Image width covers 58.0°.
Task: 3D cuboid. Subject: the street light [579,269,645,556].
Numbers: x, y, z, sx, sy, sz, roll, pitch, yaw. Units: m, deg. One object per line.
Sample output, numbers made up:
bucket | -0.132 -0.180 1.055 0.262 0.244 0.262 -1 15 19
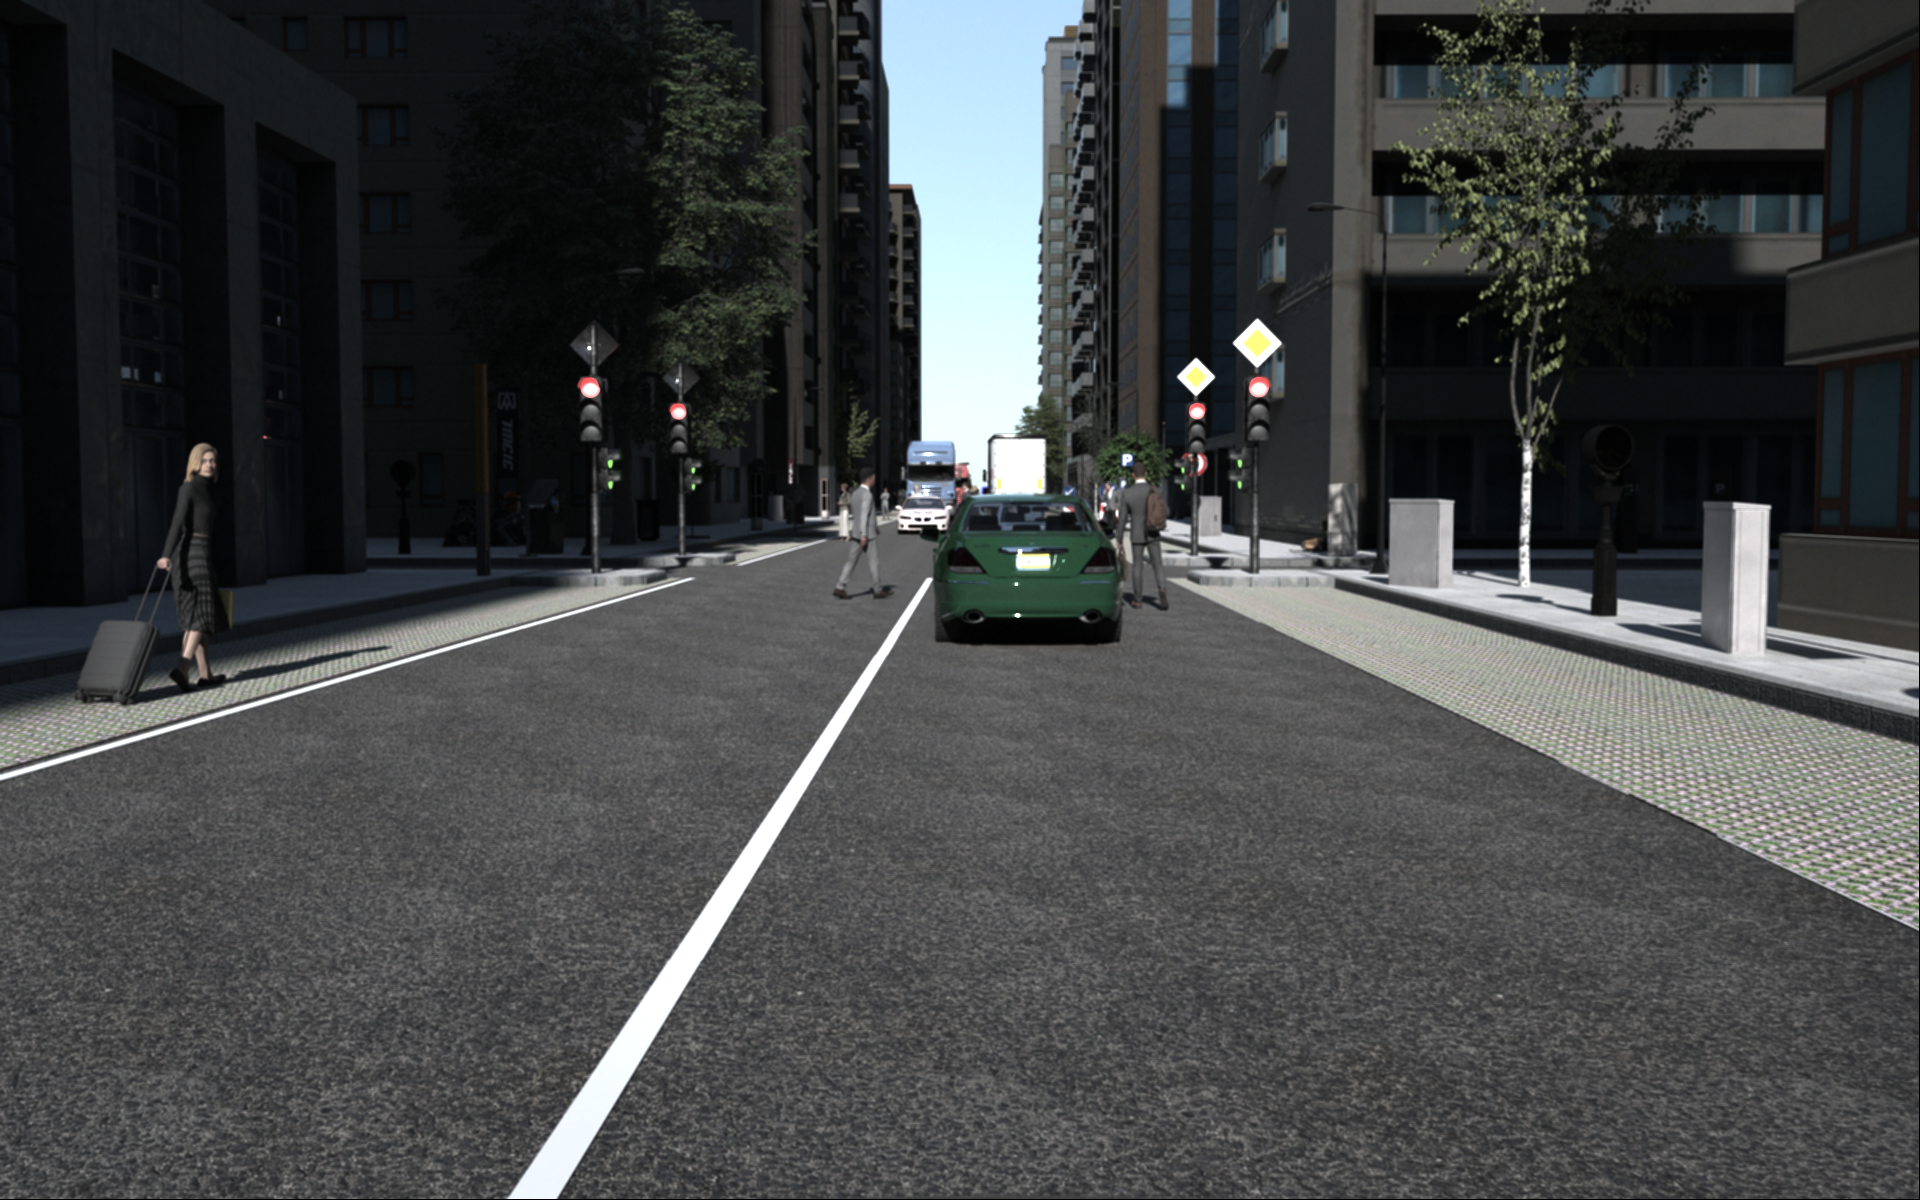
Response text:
street light | -7.196 -3.873 35.858 1.470 5.913 1.316 0 4 1

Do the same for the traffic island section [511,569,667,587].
traffic island section | -5.918 -0.356 28.098 2.009 0.180 2.903 0 4 1

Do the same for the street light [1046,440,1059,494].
street light | 7.862 -10.745 148.221 1.470 5.913 1.316 0 4 1

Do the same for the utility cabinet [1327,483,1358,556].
utility cabinet | 7.928 -1.666 35.913 0.318 1.500 1.173 2 4 28

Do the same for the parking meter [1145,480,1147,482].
parking meter | 7.793 -4.185 74.130 0.399 1.863 0.255 2 4 35

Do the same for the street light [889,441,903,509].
street light | -5.662 -10.990 152.226 1.470 5.913 1.316 0 4 1

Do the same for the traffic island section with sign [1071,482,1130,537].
traffic island section with sign | 4.872 -3.054 58.554 1.989 1.847 2.006 0 4 1

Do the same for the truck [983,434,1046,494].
truck | 2.690 -5.966 86.462 2.839 4.237 11.283 0 4 -1

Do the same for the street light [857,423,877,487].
street light | -6.145 -8.614 113.372 1.470 5.913 1.316 0 4 1

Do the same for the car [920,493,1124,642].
car | 0.637 -0.391 18.197 2.131 1.459 4.920 0 4 -1

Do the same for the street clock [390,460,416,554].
street clock | -11.893 -1.985 37.032 0.471 2.002 0.358 1 4 8

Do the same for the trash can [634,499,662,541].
trash can | -8.532 -2.186 47.399 0.748 1.137 0.748 0 3 0

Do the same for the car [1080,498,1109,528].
car | 1.163 -0.779 24.741 2.014 1.417 4.499 0 4 0

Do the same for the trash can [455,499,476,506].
trash can | -13.122 -2.125 46.392 0.748 1.137 0.748 0 3 0

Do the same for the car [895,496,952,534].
car | -1.314 -3.121 63.395 2.083 1.381 4.827 0 3 0

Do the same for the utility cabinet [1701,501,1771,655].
utility cabinet | 6.411 -0.194 14.327 0.306 1.237 1.020 1 4 11

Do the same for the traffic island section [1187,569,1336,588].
traffic island section | 4.772 -0.346 27.945 2.009 0.180 2.903 0 4 1

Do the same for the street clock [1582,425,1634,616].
street clock | 6.789 -0.834 18.204 0.471 2.002 0.358 -1 4 -14

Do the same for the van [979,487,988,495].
van | 2.601 -8.367 141.176 2.240 2.365 5.245 0 4 0

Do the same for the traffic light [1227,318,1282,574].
traffic light | 4.732 -2.380 27.832 0.839 4.253 0.868 0 4 1

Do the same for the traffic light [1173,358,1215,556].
traffic light | 4.843 -2.868 35.816 0.839 4.253 0.868 0 4 1

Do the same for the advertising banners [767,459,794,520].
advertising banners | -8.867 -5.488 85.910 0.090 3.025 2.074 2 4 35

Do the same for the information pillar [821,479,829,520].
information pillar | -6.755 -5.044 86.965 0.304 2.012 0.304 1 4 20

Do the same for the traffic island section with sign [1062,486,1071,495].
traffic island section with sign | 5.244 -4.702 85.507 1.989 1.847 2.006 0 4 1

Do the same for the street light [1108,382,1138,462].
street light | 6.838 -6.088 72.082 1.470 5.913 1.316 0 4 1

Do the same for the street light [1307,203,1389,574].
street light | 6.240 -3.380 27.798 1.470 5.913 1.316 0 4 1

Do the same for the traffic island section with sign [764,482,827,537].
traffic island section with sign | -5.513 -3.032 58.206 1.989 1.847 2.006 0 4 1

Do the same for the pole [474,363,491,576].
pole | -7.495 -2.038 27.161 0.158 3.312 0.155 0 3 0

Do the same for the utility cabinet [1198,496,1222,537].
utility cabinet | 7.539 -2.532 52.564 0.306 1.237 1.020 3 5 44

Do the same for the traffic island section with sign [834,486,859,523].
traffic island section with sign | -5.129 -4.681 85.159 1.989 1.847 2.006 0 4 1

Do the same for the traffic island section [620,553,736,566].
traffic island section | -5.807 -0.844 36.083 2.009 0.180 2.903 0 4 1

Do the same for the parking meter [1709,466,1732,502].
parking meter | 16.081 -1.893 36.658 0.399 1.863 0.255 2 4 32

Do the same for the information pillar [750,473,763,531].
information pillar | -7.154 -3.451 60.916 0.304 2.012 0.304 -3 5 -41

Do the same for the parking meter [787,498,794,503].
parking meter | -8.030 -4.501 82.005 0.372 1.533 0.369 0 3 0

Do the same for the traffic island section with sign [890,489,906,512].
traffic island section with sign | -4.434 -7.767 135.622 1.989 1.847 2.006 0 4 1

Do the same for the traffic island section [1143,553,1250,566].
traffic island section | 4.883 -0.835 35.930 2.009 0.180 2.903 0 4 1

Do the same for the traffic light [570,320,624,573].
traffic light | -5.879 -2.388 27.963 0.839 4.253 0.868 0 4 1

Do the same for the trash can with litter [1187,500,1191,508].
trash can with litter | 11.118 -4.251 80.884 0.624 1.170 1.055 3 4 36

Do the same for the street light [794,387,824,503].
street light | -6.605 -6.277 75.165 1.470 5.913 1.316 0 4 1

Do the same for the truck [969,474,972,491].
truck | 0.325 -15.847 248.005 2.839 4.237 11.283 0 4 0

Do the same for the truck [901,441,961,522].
truck | -1.479 -6.363 93.799 2.967 4.110 18.799 0 4 0

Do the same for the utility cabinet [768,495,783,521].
utility cabinet | -8.863 -4.405 83.182 0.306 1.237 1.020 1 4 22

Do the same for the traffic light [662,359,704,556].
traffic light | -5.767 -2.876 35.947 0.839 4.253 0.868 0 4 1

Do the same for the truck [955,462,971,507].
truck | -0.392 -10.195 155.608 2.839 4.237 11.283 0 4 0

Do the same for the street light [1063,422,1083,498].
street light | 7.306 -8.465 110.936 1.470 5.913 1.316 0 4 1

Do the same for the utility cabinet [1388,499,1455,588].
utility cabinet | 6.390 -0.786 24.005 0.306 1.237 1.020 -2 4 -26

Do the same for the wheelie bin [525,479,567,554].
wheelie bin | -8.910 -1.796 37.273 0.980 1.594 0.693 2 4 29

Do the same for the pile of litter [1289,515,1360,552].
pile of litter | 8.176 -1.519 38.808 1.719 0.858 1.176 0 4 -2

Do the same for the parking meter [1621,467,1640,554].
parking meter | 14.484 -1.939 37.414 0.255 1.863 0.399 3 4 36
